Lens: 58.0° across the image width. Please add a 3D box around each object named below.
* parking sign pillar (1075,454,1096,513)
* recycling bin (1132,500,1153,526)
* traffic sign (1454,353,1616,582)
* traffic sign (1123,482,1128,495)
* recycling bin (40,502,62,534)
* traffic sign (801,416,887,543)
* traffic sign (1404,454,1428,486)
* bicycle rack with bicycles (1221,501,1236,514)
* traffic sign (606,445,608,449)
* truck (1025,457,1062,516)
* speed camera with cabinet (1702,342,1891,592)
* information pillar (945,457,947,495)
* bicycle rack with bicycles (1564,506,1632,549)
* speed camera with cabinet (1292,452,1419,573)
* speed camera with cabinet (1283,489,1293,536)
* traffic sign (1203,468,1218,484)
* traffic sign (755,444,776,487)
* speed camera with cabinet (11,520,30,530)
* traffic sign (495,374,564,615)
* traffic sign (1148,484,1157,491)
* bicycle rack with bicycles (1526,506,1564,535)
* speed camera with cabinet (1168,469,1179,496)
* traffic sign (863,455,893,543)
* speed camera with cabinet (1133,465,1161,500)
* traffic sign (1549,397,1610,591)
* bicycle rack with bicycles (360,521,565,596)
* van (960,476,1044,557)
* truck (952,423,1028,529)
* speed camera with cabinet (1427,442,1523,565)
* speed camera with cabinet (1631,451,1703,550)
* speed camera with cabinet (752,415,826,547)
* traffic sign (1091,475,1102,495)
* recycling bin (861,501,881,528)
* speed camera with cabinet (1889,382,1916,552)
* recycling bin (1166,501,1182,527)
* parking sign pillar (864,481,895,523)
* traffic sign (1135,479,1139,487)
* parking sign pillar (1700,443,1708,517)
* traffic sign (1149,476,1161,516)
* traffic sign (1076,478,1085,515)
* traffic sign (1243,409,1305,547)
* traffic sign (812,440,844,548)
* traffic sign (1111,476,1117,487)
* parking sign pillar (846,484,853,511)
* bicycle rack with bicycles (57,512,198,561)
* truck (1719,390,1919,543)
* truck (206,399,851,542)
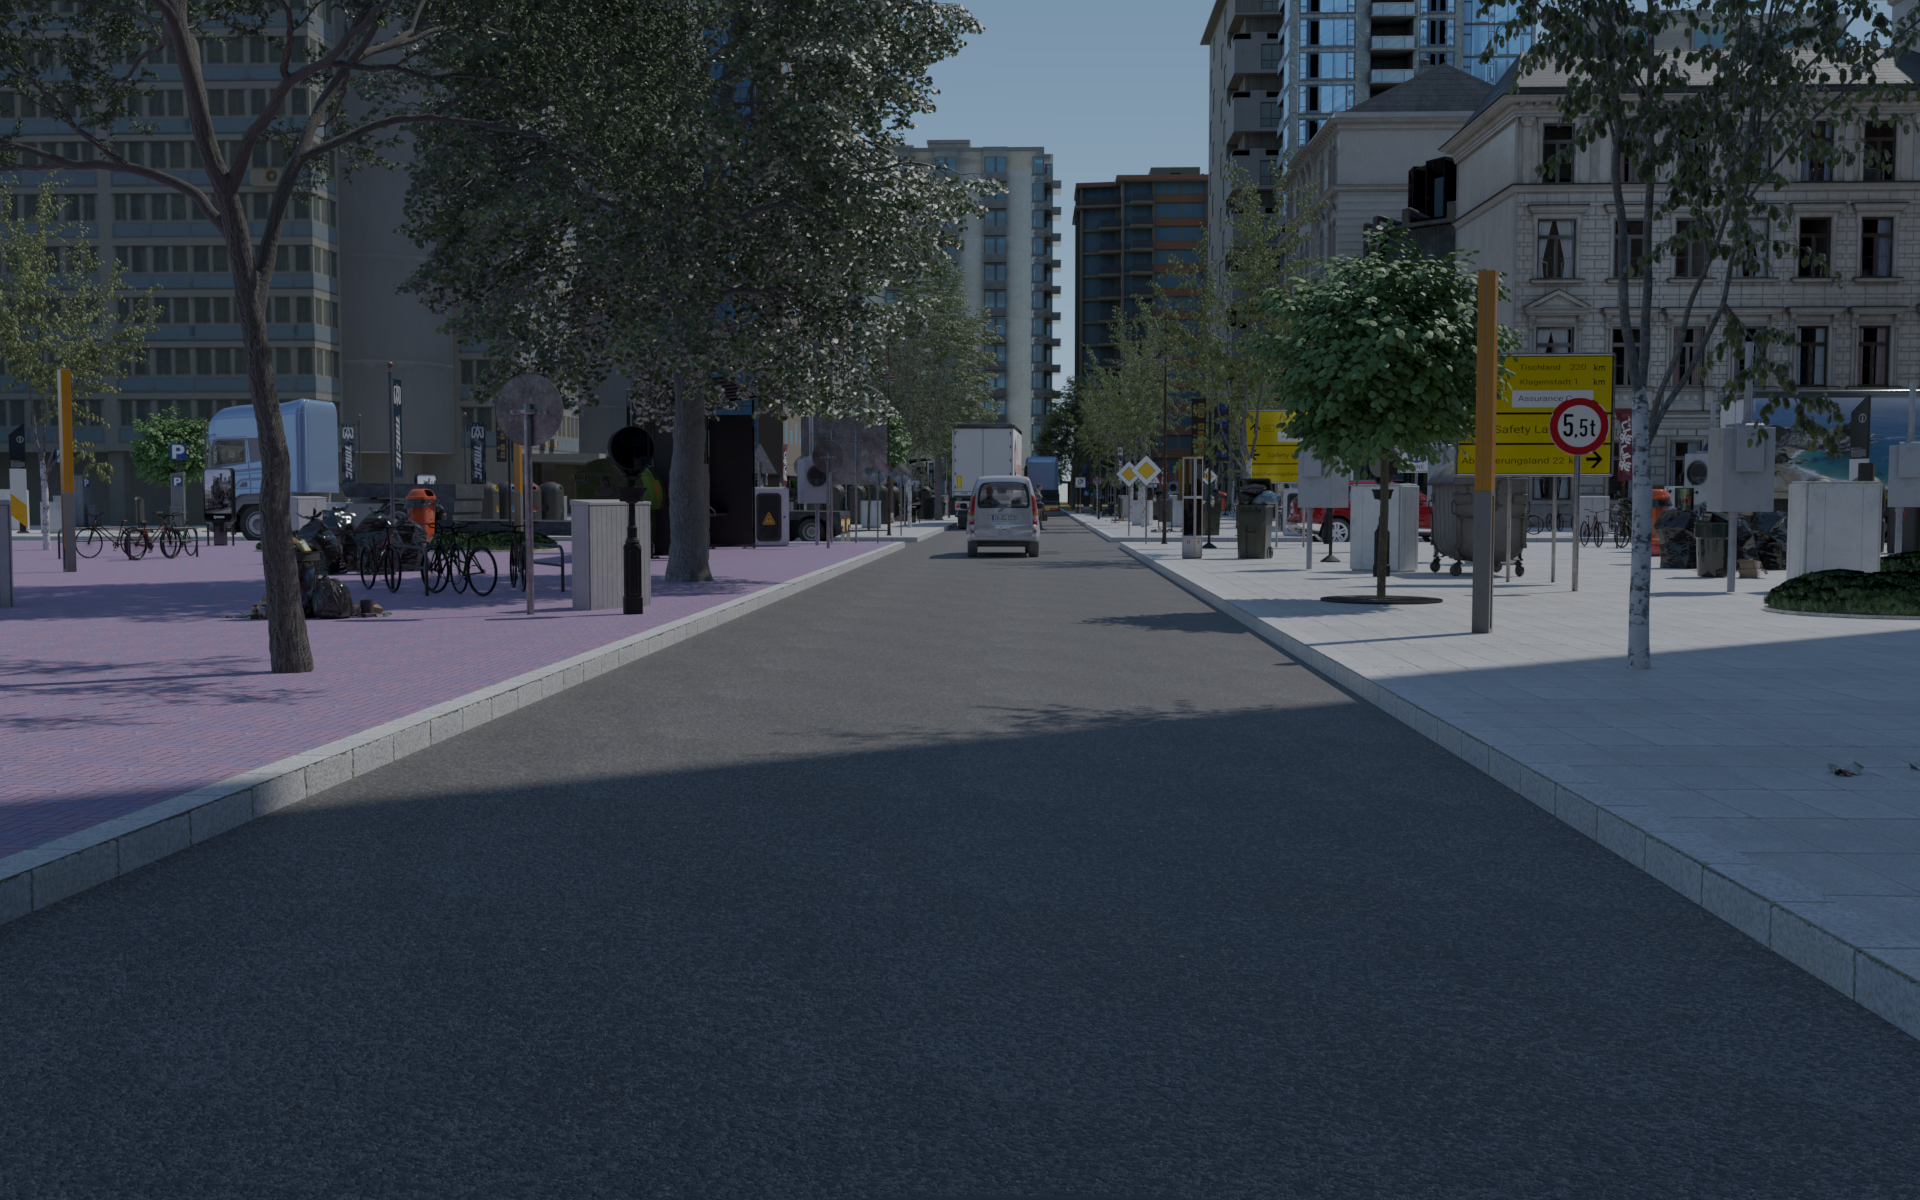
[{"bbox_3d":[8.419,-7.761,115.368,1.447,3.967,1.447,0,4,4],"label":"parking sign pillar"},{"bbox_3d":[7.424,-3.544,70.492,0.722,1.027,0.722,1,4,18],"label":"recycling bin"},{"bbox_3d":[8.296,-1.909,25.079,2.265,3.308,0.079,0,4,3],"label":"traffic sign"},{"bbox_3d":[9.248,-5.867,96.025,0.768,2.556,0.104,1,4,9],"label":"traffic sign"},{"bbox_3d":[-29.499,-2.683,56.419,0.722,1.027,0.722,-1,4,-20],"label":"recycling bin"},{"bbox_3d":[-3.054,-3.157,45.483,2.265,3.308,0.079,0,4,4],"label":"traffic sign"},{"bbox_3d":[8.817,-1.919,33.502,0.606,2.300,0.079,1,4,11],"label":"traffic sign"},{"bbox_3d":[17.900,-5.789,108.031,2.852,0.926,2.925,-1,4,-19],"label":"bicycle rack with bicycles"},{"bbox_3d":[-7.373,-2.305,37.796,0.768,2.556,0.104,1,4,11],"label":"traffic sign"},{"bbox_3d":[5.599,-7.903,118.979,2.967,4.110,18.799,0,4,3],"label":"truck"},{"bbox_3d":[10.963,-1.739,22.766,2.038,3.252,0.660,0,4,3],"label":"speed camera with cabinet"},{"bbox_3d":[-0.900,-7.236,109.662,0.183,3.616,0.504,0,4,3],"label":"information pillar"},{"bbox_3d":[16.272,-1.710,41.335,2.852,0.926,2.925,0,4,8],"label":"bicycle rack with bicycles"},{"bbox_3d":[6.674,-2.122,29.037,0.660,3.252,2.038,-3,5,-43],"label":"speed camera with cabinet"},{"bbox_3d":[10.947,-3.585,52.947,2.038,3.252,0.660,1,4,20],"label":"speed camera with cabinet"},{"bbox_3d":[10.739,-4.510,74.922,0.795,2.450,0.064,1,4,11],"label":"traffic sign"},{"bbox_3d":[-5.162,-2.729,44.615,0.884,2.594,0.081,1,4,9],"label":"traffic sign"},{"bbox_3d":[-34.043,-4.083,61.087,2.038,3.252,0.660,-1,4,-22],"label":"speed camera with cabinet"},{"bbox_3d":[-4.575,-1.117,18.372,0.768,2.556,0.104,1,4,9],"label":"traffic sign"},{"bbox_3d":[12.217,-6.604,110.112,0.606,2.300,0.079,1,4,9],"label":"traffic sign"},{"bbox_3d":[17.396,-2.578,55.527,2.852,0.926,2.925,-3,5,-43],"label":"bicycle rack with bicycles"},{"bbox_3d":[14.392,-7.770,121.370,2.038,3.252,0.660,2,4,28],"label":"speed camera with cabinet"},{"bbox_3d":[-2.135,-2.529,44.993,0.795,2.450,0.064,0,4,2],"label":"traffic sign"},{"bbox_3d":[12.581,-7.471,116.483,2.038,3.252,0.660,1,4,23],"label":"speed camera with cabinet"},{"bbox_3d":[8.109,-1.386,22.764,0.768,2.556,0.104,0,4,7],"label":"traffic sign"},{"bbox_3d":[-6.453,-0.575,22.787,2.852,0.926,2.925,-2,4,-30],"label":"bicycle rack with bicycles"},{"bbox_3d":[0.992,-2.064,40.754,2.013,2.044,4.112,0,4,0],"label":"van"},{"bbox_3d":[1.328,-5.217,74.219,2.839,4.237,11.283,0,4,4],"label":"truck"},{"bbox_3d":[9.533,-2.307,32.062,0.660,3.252,2.038,-2,4,-24],"label":"speed camera with cabinet"},{"bbox_3d":[15.729,-2.665,37.903,0.660,3.252,2.038,-2,4,-28],"label":"speed camera with cabinet"},{"bbox_3d":[-4.255,-2.955,42.657,2.038,3.252,0.660,-2,4,-24],"label":"speed camera with cabinet"},{"bbox_3d":[9.352,-7.222,118.182,0.768,2.556,0.104,1,4,10],"label":"traffic sign"},{"bbox_3d":[-3.398,-3.264,65.923,0.722,1.027,0.722,0,4,-8],"label":"recycling bin"},{"bbox_3d":[17.505,-2.211,30.481,2.038,3.252,0.660,2,4,29],"label":"speed camera with cabinet"},{"bbox_3d":[8.296,-3.327,66.955,0.722,1.027,0.722,0,4,-7],"label":"recycling bin"},{"bbox_3d":[-3.591,-5.346,75.873,1.447,3.967,1.447,1,4,14],"label":"parking sign pillar"},{"bbox_3d":[12.444,-7.227,119.346,0.795,2.450,0.064,1,4,9],"label":"traffic sign"},{"bbox_3d":[27.483,-4.553,62.910,1.447,3.967,1.447,-2,4,-32],"label":"parking sign pillar"},{"bbox_3d":[10.419,-5.710,93.369,0.884,2.594,0.081,0,4,4],"label":"traffic sign"},{"bbox_3d":[7.435,-6.414,107.001,0.606,2.300,0.079,0,4,3],"label":"traffic sign"},{"bbox_3d":[7.951,-2.921,41.626,2.265,3.308,0.079,0,4,6],"label":"traffic sign"},{"bbox_3d":[-3.116,-2.494,40.880,0.768,2.556,0.104,0,4,5],"label":"traffic sign"},{"bbox_3d":[10.860,-7.416,121.349,0.768,2.556,0.104,1,4,10],"label":"traffic sign"},{"bbox_3d":[-6.935,-7.595,112.656,1.447,3.967,1.447,-2,4,-27],"label":"parking sign pillar"},{"bbox_3d":[-16.459,-1.308,34.768,2.852,0.926,2.925,1,4,20],"label":"bicycle rack with bicycles"},{"bbox_3d":[27.022,-3.590,47.608,11.283,4.237,2.839,0,4,4],"label":"truck"},{"bbox_3d":[-12.594,-3.652,49.462,18.799,4.110,2.967,0,4,3],"label":"truck"}]
